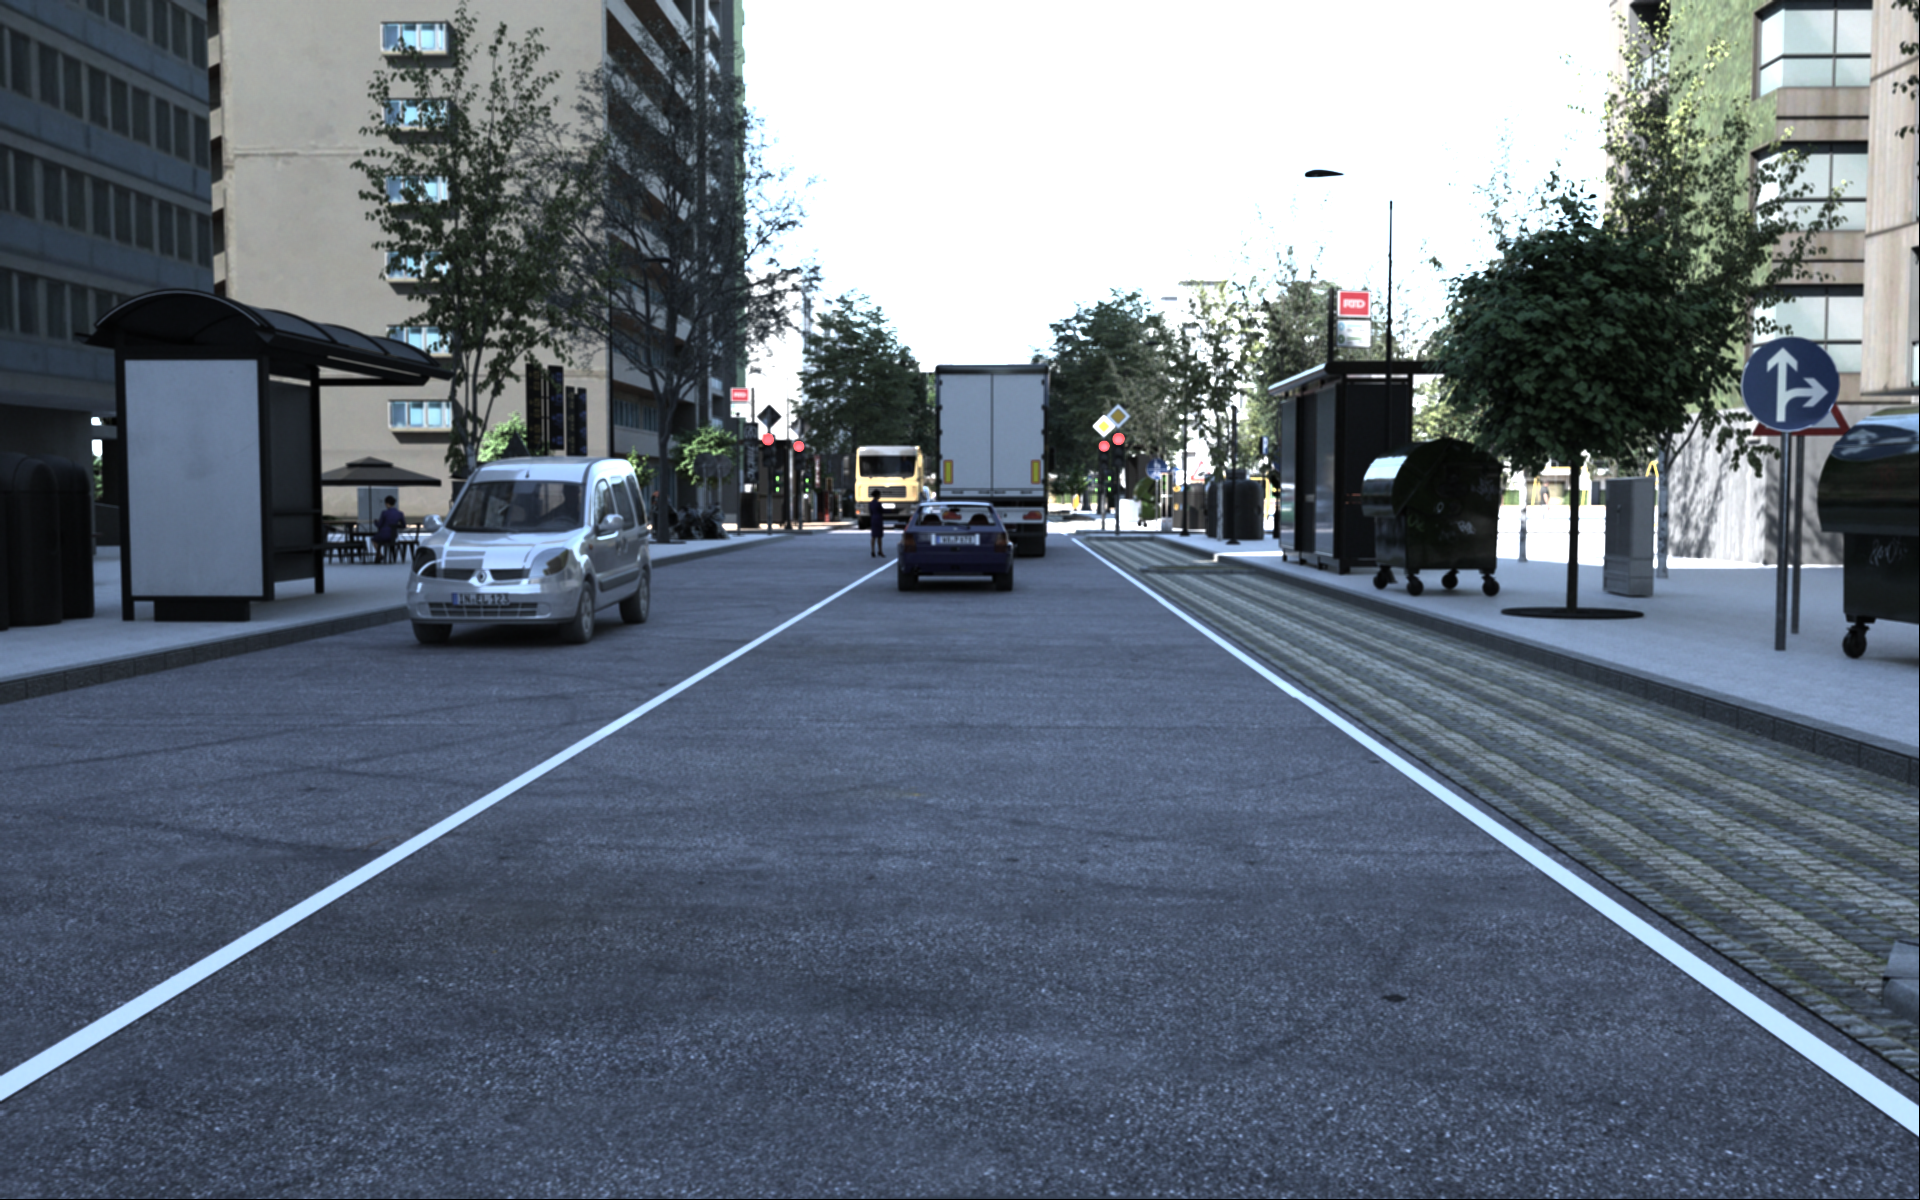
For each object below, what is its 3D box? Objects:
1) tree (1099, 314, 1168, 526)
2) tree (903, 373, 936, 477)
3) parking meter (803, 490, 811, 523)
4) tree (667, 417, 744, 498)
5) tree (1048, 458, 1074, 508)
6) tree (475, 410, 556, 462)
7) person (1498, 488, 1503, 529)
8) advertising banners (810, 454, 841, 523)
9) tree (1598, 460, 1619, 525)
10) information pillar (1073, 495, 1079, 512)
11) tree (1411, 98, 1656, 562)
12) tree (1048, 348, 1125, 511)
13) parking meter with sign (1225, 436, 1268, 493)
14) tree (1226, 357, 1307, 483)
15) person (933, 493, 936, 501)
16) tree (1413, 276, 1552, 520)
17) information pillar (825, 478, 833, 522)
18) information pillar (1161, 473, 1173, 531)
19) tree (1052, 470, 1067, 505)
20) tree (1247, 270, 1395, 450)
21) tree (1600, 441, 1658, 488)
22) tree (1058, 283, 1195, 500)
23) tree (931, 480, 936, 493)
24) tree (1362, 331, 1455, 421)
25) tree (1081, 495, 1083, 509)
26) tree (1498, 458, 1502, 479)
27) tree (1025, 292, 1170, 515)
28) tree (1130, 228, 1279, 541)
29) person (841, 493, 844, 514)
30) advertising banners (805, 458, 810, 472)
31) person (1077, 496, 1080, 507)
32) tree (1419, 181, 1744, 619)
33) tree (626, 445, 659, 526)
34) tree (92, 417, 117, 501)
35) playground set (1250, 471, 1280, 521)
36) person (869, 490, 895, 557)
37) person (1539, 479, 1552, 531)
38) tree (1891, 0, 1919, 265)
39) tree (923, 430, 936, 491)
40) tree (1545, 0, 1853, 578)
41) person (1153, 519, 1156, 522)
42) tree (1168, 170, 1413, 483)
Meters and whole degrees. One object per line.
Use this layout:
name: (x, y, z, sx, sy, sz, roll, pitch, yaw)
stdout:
tree: (7.881, -7.317, 69.995, 4.360, 8.622, 3.978, 0, 3, 0)
tree: (-3.663, -13.633, 148.656, 9.928, 11.665, 9.643, 0, 3, 0)
parking meter: (-6.715, -4.133, 75.990, 0.372, 1.533, 0.369, 0, 3, 0)
tree: (-10.759, -5.497, 73.584, 4.285, 4.588, 4.351, 0, 3, 0)
tree: (10.804, -13.987, 163.097, 8.767, 10.594, 7.601, 2, 4, 32)
tree: (-17.342, -5.119, 67.407, 4.285, 4.588, 4.351, 0, 3, 0)
person: (19.822, -3.542, 64.079, 0.598, 1.807, 0.434, 0, 4, 4)
advertising banners: (-5.924, -4.952, 77.146, 0.090, 3.025, 2.074, 2, 4, 30)
tree: (27.414, -8.985, 72.660, 9.928, 11.665, 9.643, 0, 3, 0)
information pillar: (8.421, -8.199, 125.413, 0.183, 3.616, 0.504, -3, 4, -37)
tree: (10.631, -5.017, 32.391, 4.360, 8.622, 3.978, 0, 3, 0)
tree: (9.624, -13.132, 131.723, 9.611, 12.733, 9.660, 0, 3, 0)
parking meter with sign: (8.445, -3.454, 52.728, 1.738, 3.016, 0.543, 2, 4, 28)
tree: (24.923, -13.076, 130.801, 9.611, 12.733, 9.660, 0, 3, 0)
person: (-3.106, -12.414, 209.949, 0.436, 1.711, 0.756, -3, 5, -40)
tree: (26.531, -10.351, 86.247, 9.611, 12.733, 9.660, 0, 3, 0)
information pillar: (-5.932, -4.520, 78.399, 0.304, 2.012, 0.304, -1, 4, -13)
information pillar: (7.267, -3.446, 60.831, 0.304, 2.012, 0.304, -3, 4, -38)
tree: (11.925, -16.648, 197.955, 9.928, 11.665, 9.643, 0, 3, 0)
tree: (20.801, -11.717, 98.233, 9.857, 13.997, 8.962, 0, 3, 0)
tree: (56.084, -9.755, 122.406, 20.602, 7.101, 11.467, -1, 4, -22)
tree: (8.712, -10.755, 93.964, 7.486, 12.596, 7.792, 0, 3, 0)
tree: (-2.778, -12.519, 199.290, 1.663, 3.219, 1.824, 0, 3, 0)
tree: (19.324, -7.642, 75.303, 4.737, 8.622, 4.395, 0, 3, 0)
tree: (10.522, -12.521, 155.088, 4.737, 8.622, 4.395, 0, 3, 0)
tree: (29.472, -8.890, 95.711, 4.737, 8.622, 4.395, 0, 3, 0)
tree: (8.782, -12.345, 108.494, 9.857, 13.997, 8.962, 0, 3, 0)
tree: (6.899, -5.929, 47.297, 4.737, 8.622, 4.395, 0, 3, 0)
person: (-7.520, -6.247, 112.083, 0.435, 1.345, 0.340, 1, 4, 15)
advertising banners: (-6.743, -5.374, 84.048, 2.074, 3.025, 0.090, 3, 5, 39)
person: (11.341, -9.952, 169.317, 0.990, 1.755, 0.434, -2, 4, -30)
tree: (6.442, -2.119, 18.359, 4.285, 4.588, 4.351, 0, 3, 0)
tree: (-12.958, -4.524, 68.576, 1.663, 3.219, 1.824, 0, 3, 0)
tree: (-60.088, -13.487, 122.333, 13.155, 14.587, 18.604, 0, 4, -5)
playground set: (16.699, -6.005, 84.968, 5.637, 4.214, 5.302, 1, 4, 10)
person: (-1.812, -1.742, 39.350, 0.453, 1.535, 0.546, 2, 4, 28)
person: (20.609, -3.348, 60.910, 0.434, 1.807, 0.598, 0, 4, 8)
tree: (11.170, -4.088, 17.202, 4.360, 8.622, 3.978, 0, 3, 0)
tree: (-3.199, -13.203, 166.234, 4.737, 8.622, 4.395, 0, 3, 0)
tree: (10.718, -4.625, 25.975, 4.737, 8.622, 4.395, 0, 3, 0)
person: (8.863, -4.414, 78.343, 0.598, 1.807, 0.434, -1, 4, -18)
tree: (7.871, -5.513, 40.495, 4.360, 8.622, 3.978, 0, 3, 0)
